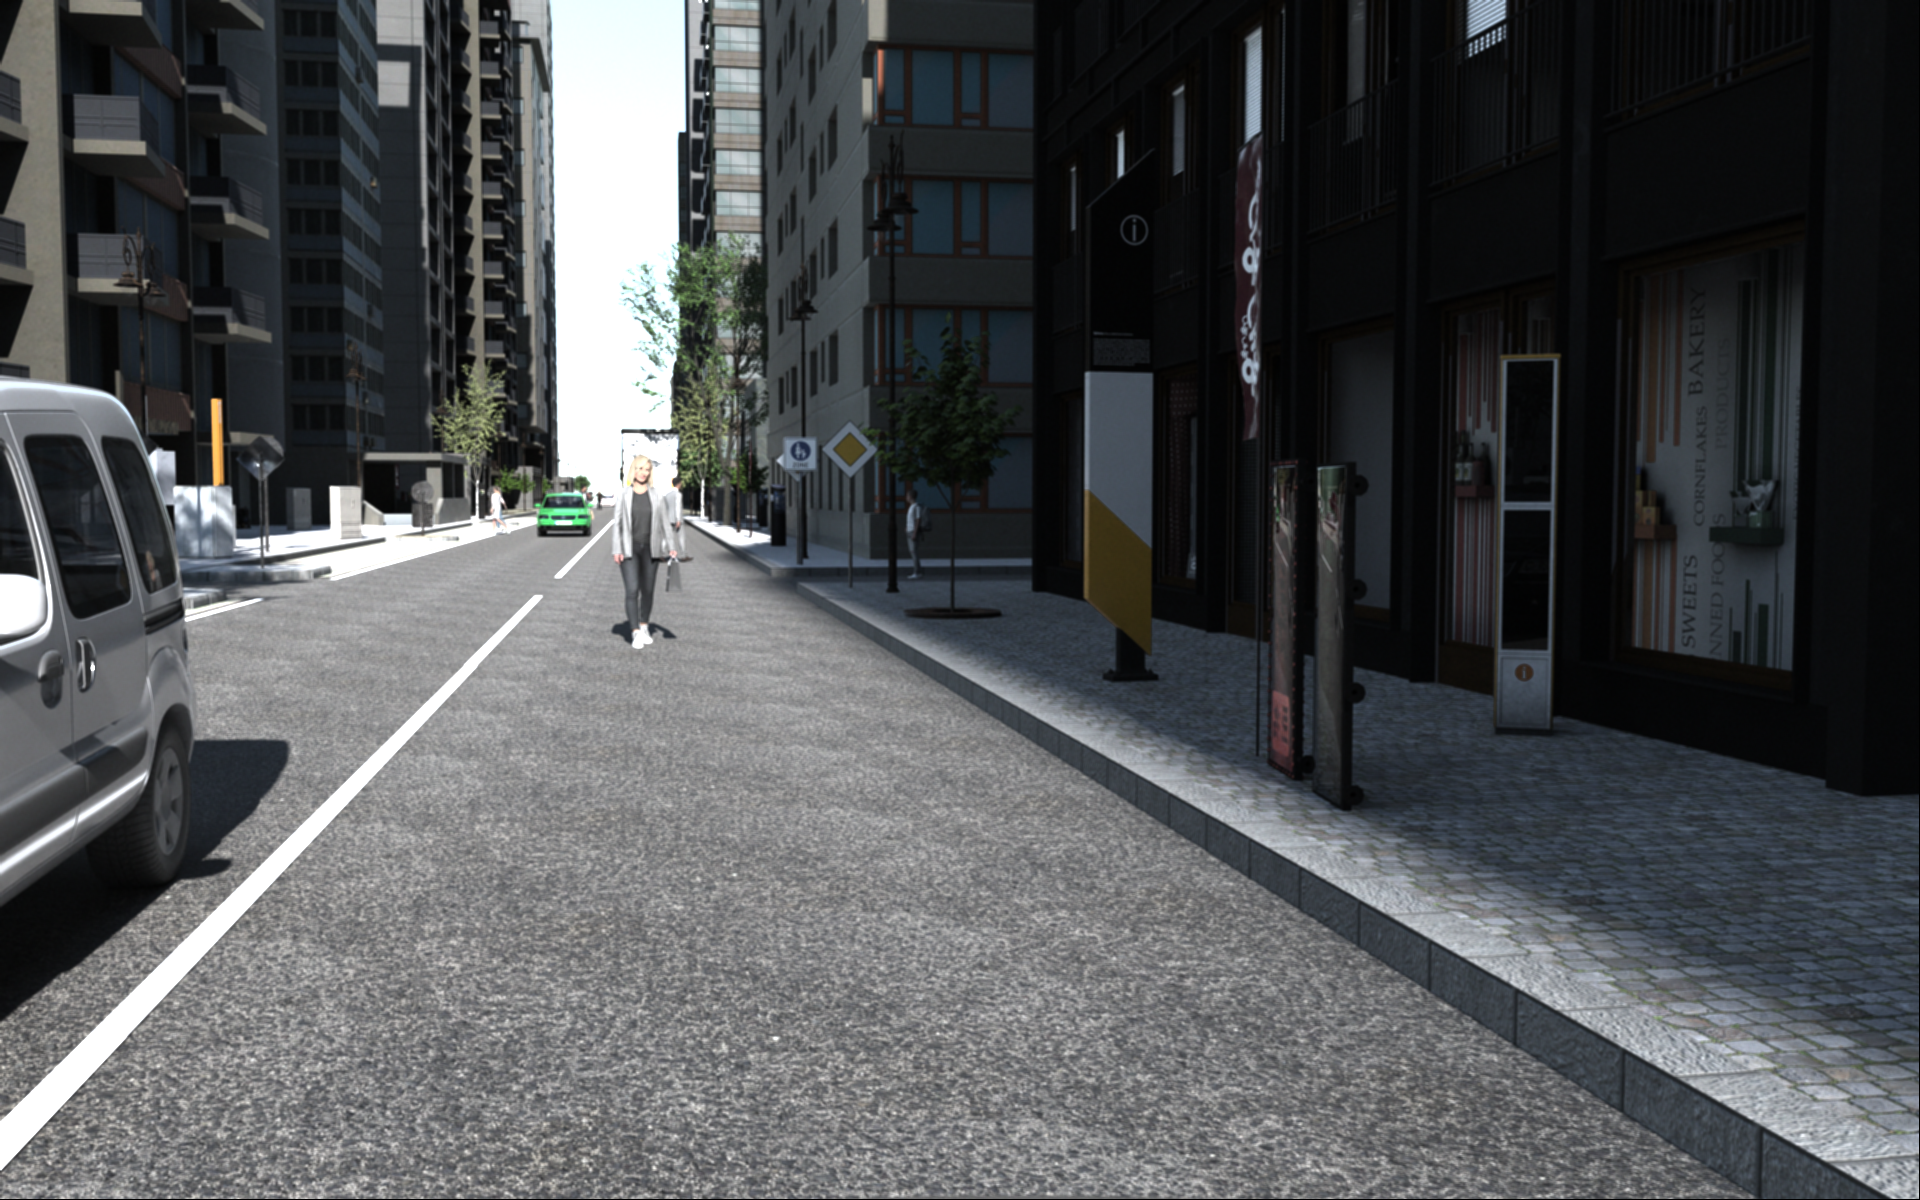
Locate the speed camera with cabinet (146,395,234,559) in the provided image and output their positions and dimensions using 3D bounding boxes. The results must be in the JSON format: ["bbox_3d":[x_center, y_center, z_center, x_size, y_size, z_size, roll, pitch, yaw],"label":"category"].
[{"bbox_3d":[-15.624,-2.471,34.743,2.038,3.252,0.660,1,4,17],"label":"speed camera with cabinet"}]

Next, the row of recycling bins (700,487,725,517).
[{"bbox_3d":[-13.602,-5.470,96.548,1.069,1.692,3.534,-2,4,-24],"label":"row of recycling bins"}]

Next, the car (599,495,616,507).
[{"bbox_3d":[-40.578,-11.412,198.941,2.083,1.381,4.827,-1,4,-11],"label":"car"}]

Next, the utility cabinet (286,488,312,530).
[{"bbox_3d":[-23.424,-3.224,61.386,0.318,1.500,1.173,1,4,8],"label":"utility cabinet"}]

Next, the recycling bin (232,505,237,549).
[{"bbox_3d":[-17.289,-1.690,40.182,0.722,1.027,0.722,0,4,1],"label":"recycling bin"}]

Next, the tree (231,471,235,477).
[{"bbox_3d":[-26.325,-4.060,60.983,1.663,3.219,1.824,0,3,0],"label":"tree"}]

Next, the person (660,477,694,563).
[{"bbox_3d":[-6.000,-1.685,36.327,0.678,1.792,0.850,3,5,43],"label":"person"}]

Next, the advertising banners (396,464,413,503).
[{"bbox_3d":[-31.832,-6.290,99.033,0.090,3.025,2.074,1,4,9],"label":"advertising banners"}]

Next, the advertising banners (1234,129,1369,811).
[{"bbox_3d":[1.496,-0.714,7.856,0.090,3.025,2.074,0,4,-4],"label":"advertising banners"}]

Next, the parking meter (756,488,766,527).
[{"bbox_3d":[-7.671,-3.620,67.596,0.372,1.533,0.369,0,3,0],"label":"parking meter"}]

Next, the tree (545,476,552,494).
[{"bbox_3d":[-42.604,-11.217,178.000,1.663,3.219,1.824,0,3,0],"label":"tree"}]

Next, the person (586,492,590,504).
[{"bbox_3d":[-37.941,-10.182,176.446,0.593,1.643,0.415,-3,5,-43],"label":"person"}]

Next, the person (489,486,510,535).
[{"bbox_3d":[-16.330,-3.181,61.264,0.760,1.731,0.466,-3,4,-36],"label":"person"}]

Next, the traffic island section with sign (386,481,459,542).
[{"bbox_3d":[-16.254,-2.680,52.443,1.989,1.847,2.006,-1,4,-10],"label":"traffic island section with sign"}]

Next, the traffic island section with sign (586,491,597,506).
[{"bbox_3d":[-50.201,-13.907,235.999,1.989,1.847,2.006,-1,4,-10],"label":"traffic island section with sign"}]

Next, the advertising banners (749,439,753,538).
[{"bbox_3d":[-6.136,-3.335,50.712,0.090,3.025,2.074,0,4,-6],"label":"advertising banners"}]

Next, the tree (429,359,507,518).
[{"bbox_3d":[-26.428,-8.800,94.245,4.737,8.622,4.395,0,3,0],"label":"tree"}]

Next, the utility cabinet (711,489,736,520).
[{"bbox_3d":[-11.402,-4.554,83.144,1.173,1.500,0.318,3,4,37],"label":"utility cabinet"}]

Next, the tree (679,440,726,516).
[{"bbox_3d":[-15.018,-7.168,100.906,4.285,4.588,4.351,0,3,0],"label":"tree"}]

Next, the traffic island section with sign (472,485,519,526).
[{"bbox_3d":[-21.157,-4.301,78.950,1.989,1.847,2.006,-1,4,-10],"label":"traffic island section with sign"}]

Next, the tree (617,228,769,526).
[{"bbox_3d":[-9.483,-8.779,69.298,9.928,11.665,9.643,0,3,0],"label":"tree"}]

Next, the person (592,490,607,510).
[{"bbox_3d":[-33.237,-9.245,159.674,1.348,1.821,0.705,-1,4,-23],"label":"person"}]

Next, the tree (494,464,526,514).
[{"bbox_3d":[-29.840,-7.280,113.635,1.663,3.219,1.824,0,3,0],"label":"tree"}]

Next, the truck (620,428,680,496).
[{"bbox_3d":[-14.244,-5.544,79.563,2.839,4.237,11.283,-1,4,-10],"label":"truck"}]

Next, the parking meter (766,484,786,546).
[{"bbox_3d":[-4.492,-2.105,42.834,0.372,1.533,0.369,0,3,0],"label":"parking meter"}]

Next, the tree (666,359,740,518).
[{"bbox_3d":[-13.700,-8.657,91.907,4.737,8.622,4.395,0,3,0],"label":"tree"}]

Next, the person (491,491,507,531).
[{"bbox_3d":[-17.570,-3.497,66.341,0.598,1.740,0.731,1,4,16],"label":"person"}]

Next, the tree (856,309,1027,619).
[{"bbox_3d":[-0.078,-1.452,18.344,1.663,3.219,1.824,0,3,0],"label":"tree"}]

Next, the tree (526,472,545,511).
[{"bbox_3d":[-32.981,-8.388,131.740,1.663,3.219,1.824,0,3,0],"label":"tree"}]

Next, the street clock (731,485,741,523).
[{"bbox_3d":[-9.879,-4.407,76.632,0.471,2.002,0.358,1,4,23],"label":"street clock"}]

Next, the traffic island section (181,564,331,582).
[{"bbox_3d":[-12.072,-0.467,29.921,2.009,0.180,2.903,-1,4,-10],"label":"traffic island section"}]

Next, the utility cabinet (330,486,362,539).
[{"bbox_3d":[-17.342,-2.464,48.965,0.318,1.500,1.173,1,4,11],"label":"utility cabinet"}]

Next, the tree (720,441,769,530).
[{"bbox_3d":[-7.537,-4.142,62.322,1.663,3.219,1.824,0,3,0],"label":"tree"}]

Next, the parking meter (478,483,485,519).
[{"bbox_3d":[-24.347,-5.039,88.105,0.255,1.863,0.399,-2,4,-33],"label":"parking meter"}]

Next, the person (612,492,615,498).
[{"bbox_3d":[-51.410,-15.128,256.531,0.721,1.739,1.217,-2,4,-30],"label":"person"}]

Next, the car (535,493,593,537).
[{"bbox_3d":[-13.637,-3.114,59.711,1.959,1.807,4.718,-1,4,-12],"label":"car"}]

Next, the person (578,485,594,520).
[{"bbox_3d":[-15.614,-3.876,71.859,0.713,1.824,0.794,3,4,37],"label":"person"}]

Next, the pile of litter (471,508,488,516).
[{"bbox_3d":[-28.540,-5.434,102.813,1.719,0.858,1.176,1,4,13],"label":"pile of litter"}]

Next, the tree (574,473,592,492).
[{"bbox_3d":[-57.001,-16.952,260.873,4.285,4.588,4.351,0,3,0],"label":"tree"}]

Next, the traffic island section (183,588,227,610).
[{"bbox_3d":[-10.619,0.013,22.068,2.009,0.180,2.903,-1,4,-10],"label":"traffic island section"}]

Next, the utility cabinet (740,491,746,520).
[{"bbox_3d":[-11.170,-4.700,85.523,1.173,1.500,0.318,1,4,14],"label":"utility cabinet"}]

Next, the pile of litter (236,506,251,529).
[{"bbox_3d":[-26.869,-3.077,64.279,1.176,0.858,1.719,0,4,-7],"label":"pile of litter"}]

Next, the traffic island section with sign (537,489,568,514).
[{"bbox_3d":[-30.267,-7.313,128.195,1.989,1.847,2.006,-1,4,-10],"label":"traffic island section with sign"}]
